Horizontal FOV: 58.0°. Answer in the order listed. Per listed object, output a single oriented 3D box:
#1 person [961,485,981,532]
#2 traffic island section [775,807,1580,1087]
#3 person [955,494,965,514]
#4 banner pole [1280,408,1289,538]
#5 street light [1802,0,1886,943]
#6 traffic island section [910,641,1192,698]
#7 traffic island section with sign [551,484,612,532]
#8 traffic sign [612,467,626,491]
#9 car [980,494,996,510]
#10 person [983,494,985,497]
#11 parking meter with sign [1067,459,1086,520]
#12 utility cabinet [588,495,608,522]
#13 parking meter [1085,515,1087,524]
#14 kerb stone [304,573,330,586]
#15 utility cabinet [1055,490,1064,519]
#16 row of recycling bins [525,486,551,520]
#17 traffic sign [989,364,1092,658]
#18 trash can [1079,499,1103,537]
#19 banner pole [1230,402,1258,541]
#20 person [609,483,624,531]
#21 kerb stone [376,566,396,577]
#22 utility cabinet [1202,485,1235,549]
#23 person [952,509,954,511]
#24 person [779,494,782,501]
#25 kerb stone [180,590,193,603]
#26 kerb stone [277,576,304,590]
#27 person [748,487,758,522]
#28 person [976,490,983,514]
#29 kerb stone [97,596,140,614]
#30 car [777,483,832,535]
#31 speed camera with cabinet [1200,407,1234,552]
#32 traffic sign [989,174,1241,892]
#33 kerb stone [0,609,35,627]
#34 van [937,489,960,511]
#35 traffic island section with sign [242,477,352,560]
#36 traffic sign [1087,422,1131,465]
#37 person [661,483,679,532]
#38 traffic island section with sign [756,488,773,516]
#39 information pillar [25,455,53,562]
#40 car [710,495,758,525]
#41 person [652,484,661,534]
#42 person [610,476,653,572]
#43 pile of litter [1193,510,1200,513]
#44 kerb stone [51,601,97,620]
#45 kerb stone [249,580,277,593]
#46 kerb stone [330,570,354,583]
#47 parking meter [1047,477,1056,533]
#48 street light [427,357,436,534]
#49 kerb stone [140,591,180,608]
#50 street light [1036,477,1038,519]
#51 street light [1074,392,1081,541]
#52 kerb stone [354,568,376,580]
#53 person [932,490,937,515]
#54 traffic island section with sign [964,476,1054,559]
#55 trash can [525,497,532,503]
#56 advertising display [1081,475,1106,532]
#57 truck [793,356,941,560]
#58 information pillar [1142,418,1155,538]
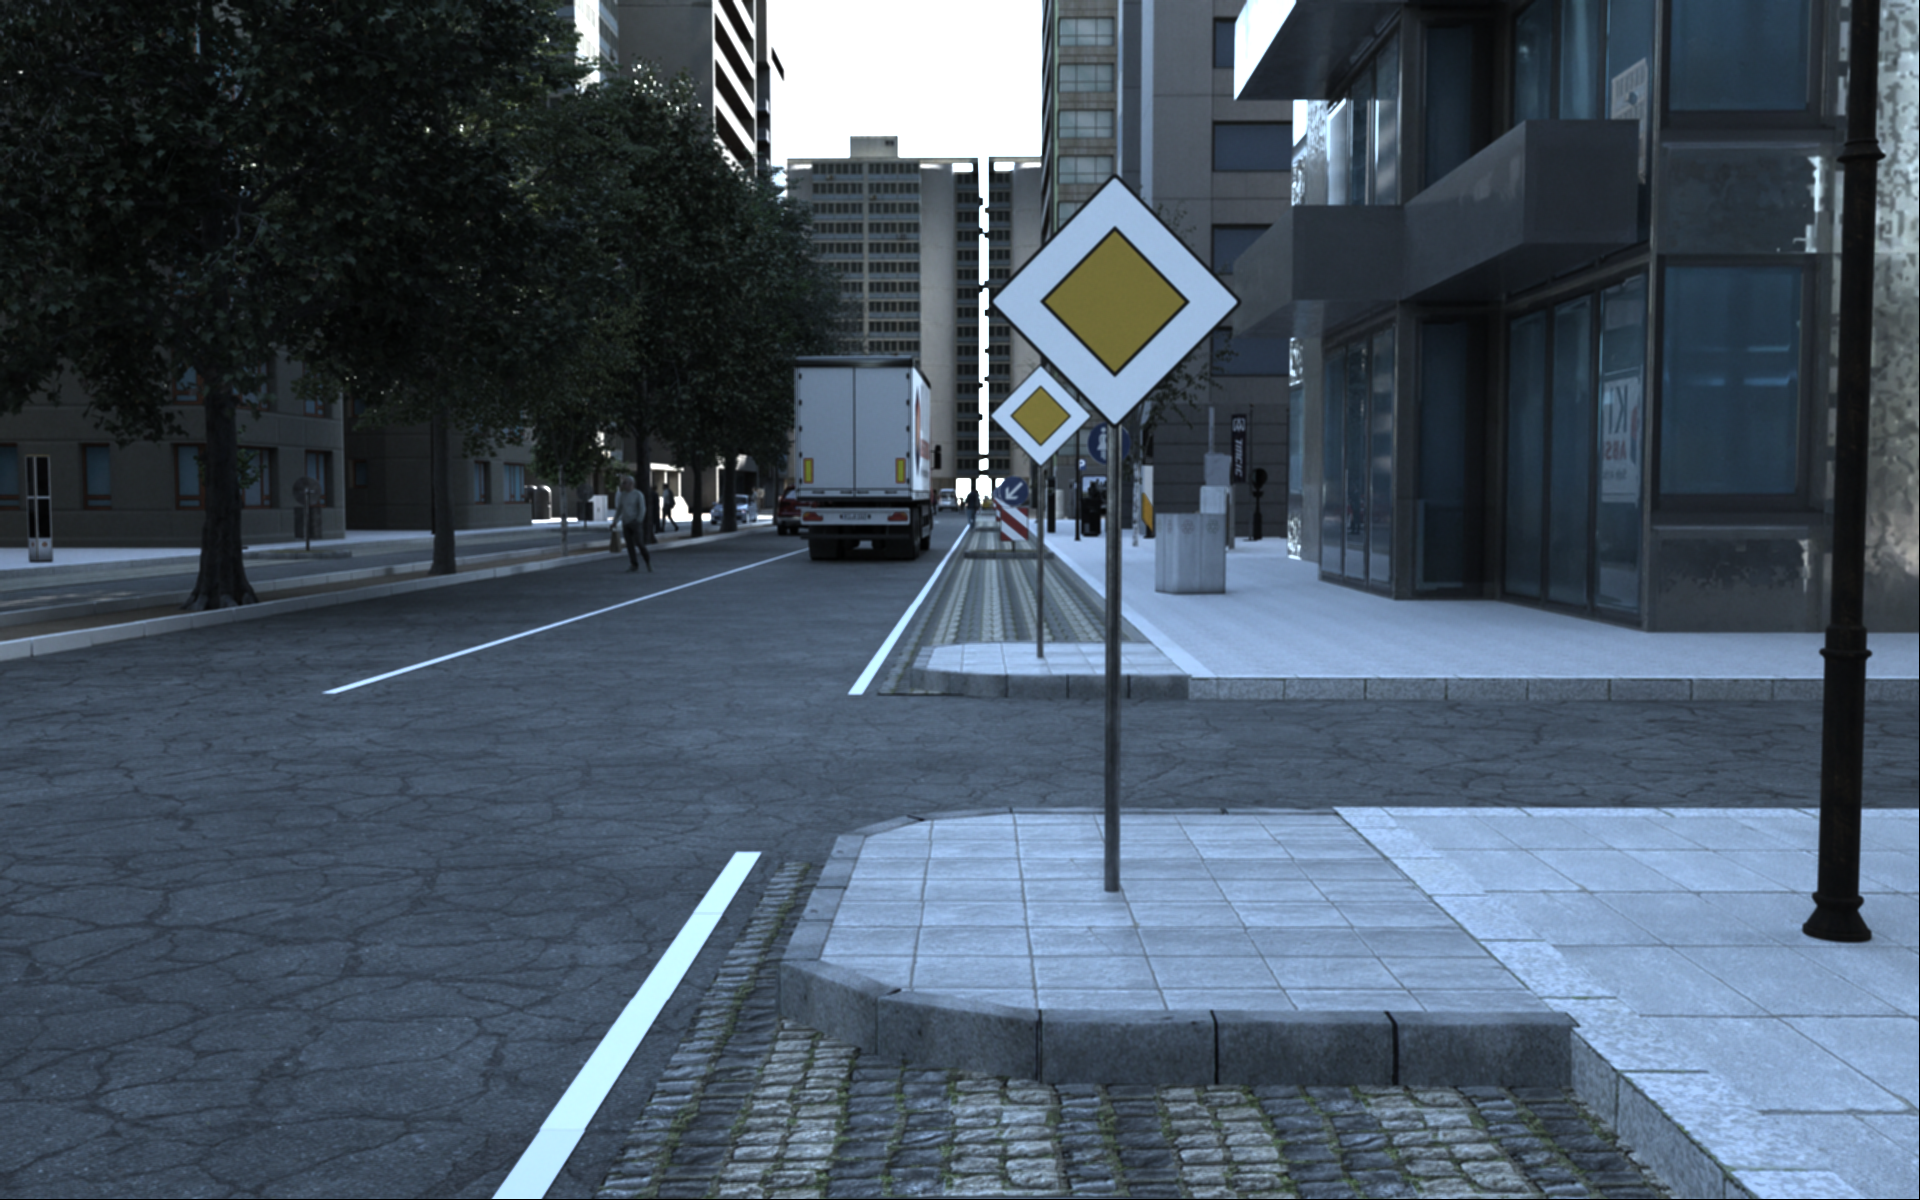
[{"bbox_3d":[0.452,-3.413,64.655,0.623,1.781,0.721,-3,5,-41],"label":"person"},{"bbox_3d":[0.512,1.019,5.619,2.009,0.180,2.903,0,4,1],"label":"traffic island section"},{"bbox_3d":[0.142,-6.968,125.681,1.065,1.426,0.557,0,4,0],"label":"person"},{"bbox_3d":[9.743,-3.684,50.255,0.863,3.779,0.401,1,4,13],"label":"banner pole"},{"bbox_3d":[2.552,-1.962,4.862,0.468,5.910,1.993,0,4,1],"label":"street light"},{"bbox_3d":[0.650,0.531,13.603,2.009,0.180,2.903,0,4,1],"label":"traffic island section"},{"bbox_3d":[-14.228,-3.474,65.430,1.989,1.847,2.006,0,4,1],"label":"traffic island section with sign"},{"bbox_3d":[-15.962,-4.942,80.911,0.768,2.556,0.104,1,4,9],"label":"traffic sign"},{"bbox_3d":[2.760,-8.520,149.523,2.015,1.641,3.980,0,4,-1],"label":"car"},{"bbox_3d":[2.346,-8.706,154.025,0.799,1.438,0.628,0,4,6],"label":"person"},{"bbox_3d":[5.821,-5.564,87.239,0.543,3.016,1.738,-1,4,-14],"label":"parking meter with sign"},{"bbox_3d":[-16.912,-4.264,80.876,1.020,1.237,0.306,2,4,34],"label":"utility cabinet"},{"bbox_3d":[5.469,-4.269,75.502,0.399,1.863,0.255,-3,5,-44],"label":"parking meter"},{"bbox_3d":[-10.169,-0.301,27.145,0.120,0.150,1.000,0,4,1],"label":"kerb stone"},{"bbox_3d":[4.786,-4.767,86.625,0.318,1.500,1.173,2,4,35],"label":"utility cabinet"},{"bbox_3d":[-21.554,-4.855,86.486,1.069,1.692,3.534,-3,5,-42],"label":"row of recycling bins"},{"bbox_3d":[0.626,-0.604,13.526,0.795,2.450,0.064,0,4,1],"label":"traffic sign"},{"bbox_3d":[3.957,-2.491,52.380,0.748,1.137,0.748,0,3,0],"label":"trash can"},{"bbox_3d":[7.791,-3.520,47.568,0.863,3.779,0.401,3,5,39],"label":"banner pole"},{"bbox_3d":[-12.783,-3.472,65.142,0.818,1.842,0.514,1,4,9],"label":"person"},{"bbox_3d":[-10.110,-0.490,30.214,0.120,0.150,1.000,0,4,1],"label":"kerb stone"},{"bbox_3d":[6.034,-1.952,40.586,0.318,1.500,1.173,-1,4,-18],"label":"utility cabinet"},{"bbox_3d":[-0.557,-8.386,148.849,0.421,1.427,0.697,2,4,35],"label":"person"},{"bbox_3d":[-11.812,-6.274,114.272,0.628,1.438,0.799,-3,5,-39],"label":"person"},{"bbox_3d":[-10.238,-0.052,23.042,0.120,0.150,1.000,0,4,1],"label":"kerb stone"},{"bbox_3d":[-10.184,-0.236,26.115,0.120,0.150,1.000,0,4,1],"label":"kerb stone"},{"bbox_3d":[-10.498,-4.812,87.454,0.573,1.790,0.520,0,4,-7],"label":"person"},{"bbox_3d":[1.167,-6.863,121.498,1.217,1.735,0.721,-3,5,-42],"label":"person"},{"bbox_3d":[-10.274,0.074,20.990,0.120,0.150,1.000,0,4,1],"label":"kerb stone"},{"bbox_3d":[-5.290,-3.253,61.862,2.281,1.827,5.304,0,4,2],"label":"car"},{"bbox_3d":[5.745,-2.715,38.720,0.660,3.252,2.038,1,4,13],"label":"speed camera with cabinet"},{"bbox_3d":[0.489,-0.116,5.542,0.795,2.450,0.064,0,4,1],"label":"traffic sign"},{"bbox_3d":[-10.304,0.199,18.942,0.120,0.150,1.000,0,4,1],"label":"kerb stone"},{"bbox_3d":[-0.970,-8.369,143.850,2.013,2.044,4.112,0,4,2],"label":"van"},{"bbox_3d":[-14.685,-1.826,38.478,1.989,1.847,2.006,0,4,1],"label":"traffic island section with sign"},{"bbox_3d":[2.625,-1.864,30.583,0.768,2.556,0.104,0,4,8],"label":"traffic sign"},{"bbox_3d":[-10.982,-3.458,65.143,0.850,1.850,0.679,1,4,14],"label":"person"},{"bbox_3d":[-13.353,-6.544,115.623,1.989,1.847,2.006,0,4,1],"label":"traffic island section with sign"},{"bbox_3d":[-17.327,-1.719,32.592,0.304,2.012,0.304,2,4,33],"label":"information pillar"},{"bbox_3d":[-10.762,-4.333,82.850,2.014,1.417,4.499,0,4,2],"label":"car"},{"bbox_3d":[-10.509,-3.095,59.526,0.576,1.772,0.534,2,4,24],"label":"person"},{"bbox_3d":[-6.092,-1.403,31.920,0.782,1.767,0.515,2,4,26],"label":"person"},{"bbox_3d":[6.184,-1.919,45.346,1.719,0.858,1.176,2,4,31],"label":"pile of litter"},{"bbox_3d":[-10.296,0.136,19.964,0.120,0.150,1.000,0,4,1],"label":"kerb stone"},{"bbox_3d":[-10.202,-0.177,25.092,0.120,0.150,1.000,0,4,1],"label":"kerb stone"},{"bbox_3d":[-10.148,-0.364,28.170,0.120,0.150,1.000,0,4,1],"label":"kerb stone"},{"bbox_3d":[3.043,-3.176,57.642,0.255,1.863,0.399,0,4,6],"label":"parking meter"},{"bbox_3d":[-16.756,-5.027,54.976,0.468,5.910,1.993,0,4,1],"label":"street light"},{"bbox_3d":[-10.249,0.011,22.017,0.120,0.150,1.000,0,4,1],"label":"kerb stone"},{"bbox_3d":[3.937,-7.022,87.595,0.468,5.910,1.993,0,4,1],"label":"street light"},{"bbox_3d":[3.239,-4.573,47.564,0.468,5.910,1.993,0,4,1],"label":"street light"},{"bbox_3d":[-10.128,-0.428,29.192,0.120,0.150,1.000,0,4,1],"label":"kerb stone"},{"bbox_3d":[-1.826,-6.708,118.853,0.721,1.739,1.217,0,4,5],"label":"person"},{"bbox_3d":[1.089,-1.842,38.738,1.989,1.847,2.006,0,4,1],"label":"traffic island section with sign"},{"bbox_3d":[-21.058,-4.408,83.728,0.748,1.137,0.748,0,3,0],"label":"trash can"},{"bbox_3d":[4.556,-3.260,58.522,0.974,1.923,0.123,2,4,30],"label":"advertising display"},{"bbox_3d":[-2.020,-3.182,40.933,2.839,4.237,11.283,0,4,1],"label":"truck"},{"bbox_3d":[5.431,-3.592,50.084,0.183,3.616,0.504,3,4,37],"label":"information pillar"}]
